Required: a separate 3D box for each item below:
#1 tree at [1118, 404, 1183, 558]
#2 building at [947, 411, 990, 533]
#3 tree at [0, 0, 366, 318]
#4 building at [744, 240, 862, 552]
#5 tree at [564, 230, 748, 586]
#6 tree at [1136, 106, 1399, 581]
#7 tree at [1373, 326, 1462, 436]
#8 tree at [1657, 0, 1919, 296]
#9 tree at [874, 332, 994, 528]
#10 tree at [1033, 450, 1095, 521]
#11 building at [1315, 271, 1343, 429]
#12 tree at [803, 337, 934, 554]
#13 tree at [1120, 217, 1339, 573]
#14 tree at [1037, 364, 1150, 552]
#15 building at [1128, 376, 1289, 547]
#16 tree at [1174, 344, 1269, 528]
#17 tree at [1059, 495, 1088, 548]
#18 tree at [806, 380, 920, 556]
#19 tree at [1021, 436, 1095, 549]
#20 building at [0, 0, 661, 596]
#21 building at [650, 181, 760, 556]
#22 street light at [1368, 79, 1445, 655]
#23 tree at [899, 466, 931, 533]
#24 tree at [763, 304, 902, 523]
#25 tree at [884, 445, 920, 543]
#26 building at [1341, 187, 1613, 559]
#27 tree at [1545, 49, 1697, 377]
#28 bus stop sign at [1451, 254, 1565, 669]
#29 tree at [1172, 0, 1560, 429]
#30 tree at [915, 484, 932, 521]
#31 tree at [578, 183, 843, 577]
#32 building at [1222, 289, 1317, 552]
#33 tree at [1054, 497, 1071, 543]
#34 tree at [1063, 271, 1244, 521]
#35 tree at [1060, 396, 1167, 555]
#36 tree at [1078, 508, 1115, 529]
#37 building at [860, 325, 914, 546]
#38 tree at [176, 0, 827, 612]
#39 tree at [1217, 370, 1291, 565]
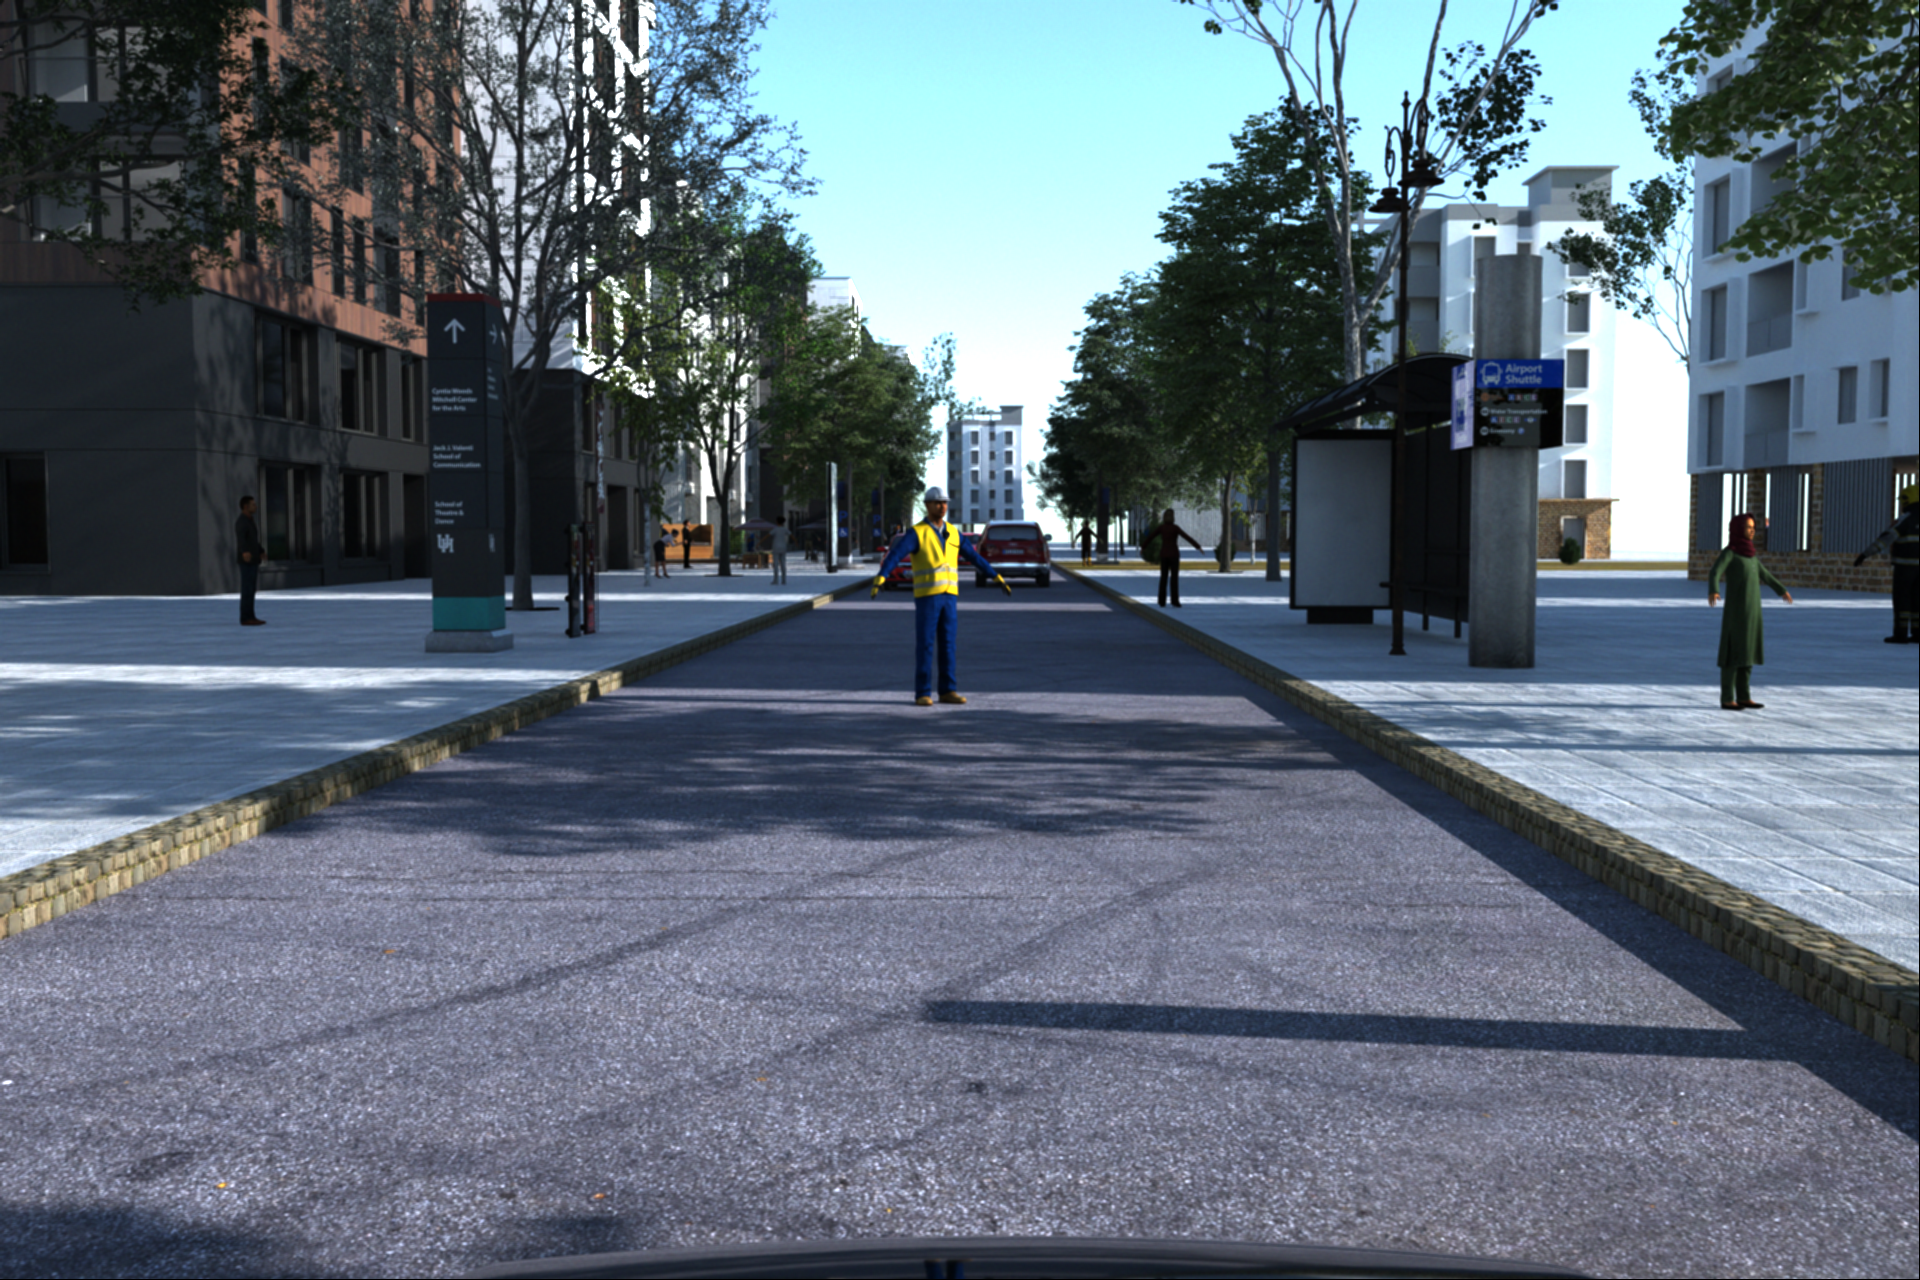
[{"bbox_3d":[9.769,-8.731,93.114,4.737,8.622,4.395,0,3,0],"label":"tree"},{"bbox_3d":[-1.659,-24.426,258.249,11.380,20.090,16.016,0,4,2],"label":"building"},{"bbox_3d":[-8.325,-4.807,12.999,7.601,10.594,8.767,-3,4,-37],"label":"tree"},{"bbox_3d":[-22.637,-17.851,135.841,27.936,21.610,32.646,0,4,0],"label":"building"},{"bbox_3d":[-7.458,-5.632,42.438,4.737,8.622,4.395,0,3,0],"label":"tree"},{"bbox_3d":[8.226,-7.856,46.571,7.486,12.596,7.792,0,3,0],"label":"tree"},{"bbox_3d":[16.747,-6.832,62.063,4.737,8.622,4.395,0,3,0],"label":"tree"},{"bbox_3d":[7.057,-5.572,9.228,7.486,12.596,7.792,0,3,0],"label":"tree"},{"bbox_3d":[-3.227,-18.696,161.562,12.611,20.169,13.585,0,3,0],"label":"tree"},{"bbox_3d":[9.945,-12.364,136.571,8.767,10.594,7.601,-1,4,-12],"label":"tree"},{"bbox_3d":[29.484,-16.011,118.198,16.016,20.090,11.380,0,4,1],"label":"building"},{"bbox_3d":[-6.054,-12.655,113.559,9.857,13.997,8.962,0,3,0],"label":"tree"},{"bbox_3d":[8.874,-8.009,56.701,9.928,11.665,9.643,0,3,0],"label":"tree"},{"bbox_3d":[10.098,-13.361,125.109,9.857,13.997,8.962,0,3,0],"label":"tree"},{"bbox_3d":[27.566,-19.583,186.646,16.747,18.905,31.486,0,4,2],"label":"building"},{"bbox_3d":[10.393,-7.111,66.623,4.737,8.622,4.395,0,3,0],"label":"tree"},{"bbox_3d":[11.065,-13.022,163.266,4.737,8.622,4.395,0,3,0],"label":"tree"},{"bbox_3d":[-6.102,-10.293,102.695,8.767,10.594,7.601,3,5,43],"label":"tree"},{"bbox_3d":[9.787,-13.394,153.402,7.601,10.594,8.767,3,5,40],"label":"tree"},{"bbox_3d":[-25.924,-12.690,51.462,27.936,21.610,32.646,0,4,1],"label":"building"},{"bbox_3d":[-21.925,-14.271,99.790,16.747,18.905,31.486,0,4,0],"label":"building"},{"bbox_3d":[4.652,-2.780,18.234,0.468,5.910,1.993,0,4,2],"label":"street light"},{"bbox_3d":[-4.932,-11.906,145.026,4.360,8.622,3.978,0,3,0],"label":"tree"},{"bbox_3d":[-6.309,-10.252,85.754,7.486,12.596,7.792,0,3,0],"label":"tree"},{"bbox_3d":[-5.089,-11.164,132.889,4.737,8.622,4.395,0,3,0],"label":"tree"},{"bbox_3d":[27.693,-14.973,101.221,16.016,20.090,11.380,0,4,1],"label":"building"},{"bbox_3d":[28.992,-13.107,70.185,12.611,20.169,13.585,0,3,0],"label":"tree"},{"bbox_3d":[5.249,-1.692,16.680,0.837,3.901,0.837,0,4,1],"label":"bus stop sign"},{"bbox_3d":[8.828,-10.847,33.230,12.611,20.169,13.585,0,3,0],"label":"tree"},{"bbox_3d":[-4.133,-18.662,255.490,4.360,8.622,3.978,0,3,0],"label":"tree"},{"bbox_3d":[-7.269,-7.737,52.249,9.928,11.665,9.643,0,3,0],"label":"tree"},{"bbox_3d":[25.696,-17.024,134.754,16.016,20.090,11.380,0,4,1],"label":"building"},{"bbox_3d":[15.754,-18.460,252.174,4.737,8.622,4.395,0,3,0],"label":"tree"},{"bbox_3d":[9.345,-10.749,82.407,9.857,13.997,8.962,0,3,0],"label":"tree"},{"bbox_3d":[9.560,-10.455,105.346,7.601,10.594,8.767,0,4,-3],"label":"tree"},{"bbox_3d":[21.128,-20.840,258.860,7.486,12.596,7.792,0,3,0],"label":"tree"},{"bbox_3d":[-19.593,-20.917,185.961,27.936,21.610,32.646,0,4,1],"label":"building"},{"bbox_3d":[-7.304,-7.230,28.582,12.009,13.543,11.850,0,3,0],"label":"tree"},{"bbox_3d":[12.305,-7.502,73.016,4.360,8.622,3.978,0,3,0],"label":"tree"}]
